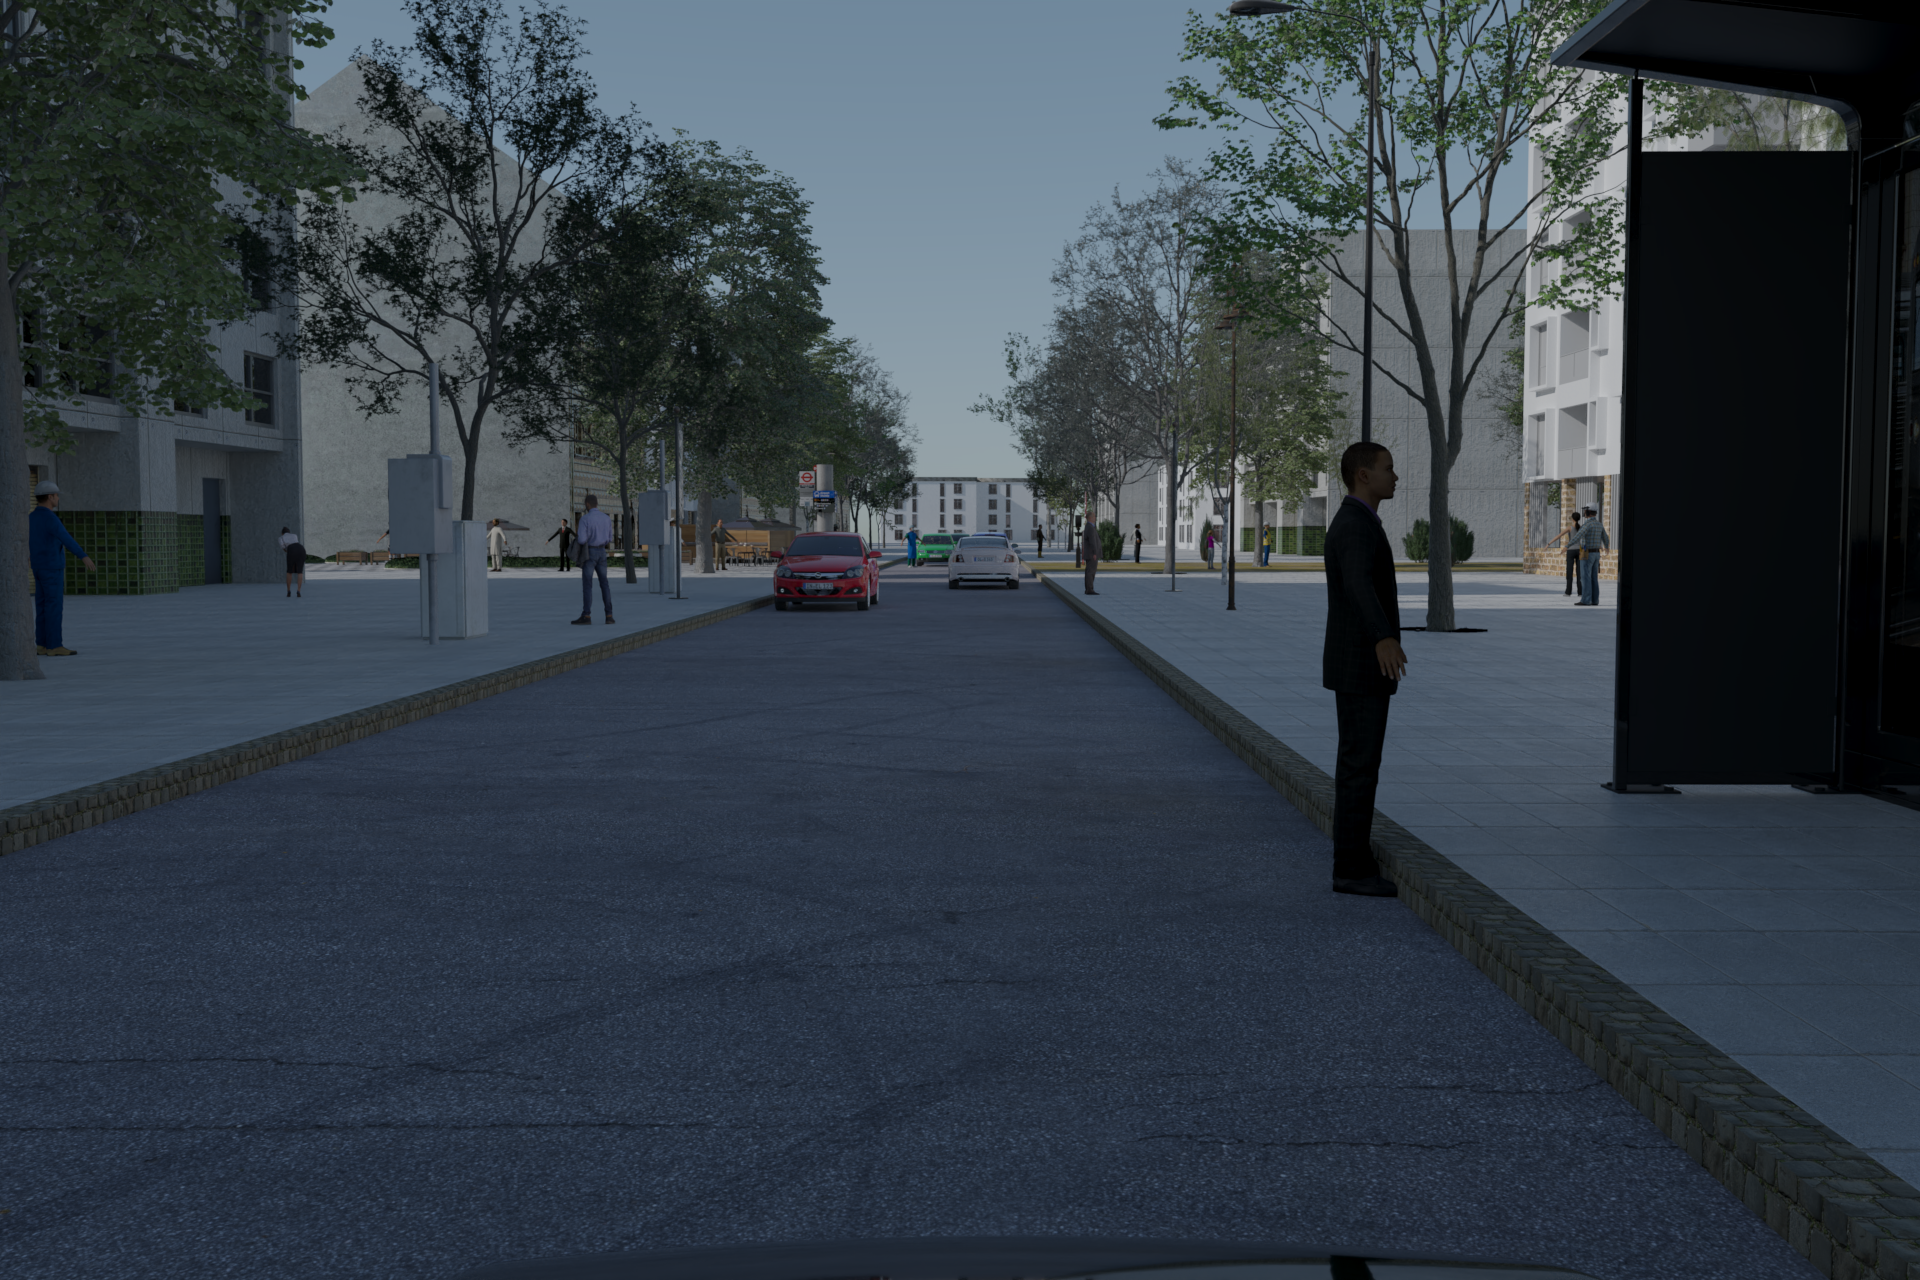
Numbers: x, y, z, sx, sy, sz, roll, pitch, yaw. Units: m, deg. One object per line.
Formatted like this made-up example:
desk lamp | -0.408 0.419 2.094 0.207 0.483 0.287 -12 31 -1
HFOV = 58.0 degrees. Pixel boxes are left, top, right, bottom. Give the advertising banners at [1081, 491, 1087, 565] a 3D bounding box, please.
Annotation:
advertising banners | 5.088 -4.590 71.232 0.090 3.025 2.074 0 4 -1

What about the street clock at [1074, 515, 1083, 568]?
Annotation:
street clock | 4.465 -3.717 65.335 0.358 2.002 0.471 0 4 0

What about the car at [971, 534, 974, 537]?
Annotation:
car | 1.397 -6.667 120.802 2.131 1.459 4.920 0 4 1

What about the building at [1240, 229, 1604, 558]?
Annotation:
building | 28.507 -14.848 109.223 16.747 18.905 31.486 0 4 1

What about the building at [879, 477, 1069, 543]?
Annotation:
building | 2.072 -18.956 254.540 28.070 9.664 9.099 0 4 -4

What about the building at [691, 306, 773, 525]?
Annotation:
building | -25.437 -18.799 138.291 19.493 23.208 18.063 0 4 1

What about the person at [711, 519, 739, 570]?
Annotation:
person | -8.470 -3.366 61.311 1.348 1.796 0.705 -2 4 -32

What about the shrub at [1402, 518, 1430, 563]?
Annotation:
shrub | 20.610 -4.486 77.396 1.661 2.075 1.752 0 3 0

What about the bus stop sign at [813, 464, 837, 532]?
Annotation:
bus stop sign | -5.121 -4.695 65.777 0.837 3.901 0.837 0 4 2

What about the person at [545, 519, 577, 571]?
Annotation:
person | -13.571 -3.254 59.388 1.347 1.806 0.705 1 4 15

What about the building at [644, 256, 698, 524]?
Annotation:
building | -24.261 -15.788 114.550 16.016 20.090 11.380 0 4 1

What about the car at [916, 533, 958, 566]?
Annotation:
car | -1.036 -4.237 78.066 1.959 1.807 4.718 0 4 1

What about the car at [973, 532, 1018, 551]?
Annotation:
car | 1.021 -3.028 59.092 1.945 1.707 3.694 0 4 1

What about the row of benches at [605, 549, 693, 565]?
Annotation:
row of benches | -13.112 -3.423 71.436 4.104 0.672 1.422 0 4 -2

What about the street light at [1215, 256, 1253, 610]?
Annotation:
street light | 4.586 -3.443 29.088 0.468 5.910 1.993 0 4 1

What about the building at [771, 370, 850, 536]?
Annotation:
building | -22.004 -21.909 189.138 19.493 23.208 18.063 0 4 1

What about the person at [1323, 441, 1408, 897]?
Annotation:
person | 1.652 0.104 6.989 0.704 1.802 1.346 1 4 12

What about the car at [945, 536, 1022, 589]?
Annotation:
car | 0.624 -2.083 46.427 2.083 1.381 4.827 0 4 0

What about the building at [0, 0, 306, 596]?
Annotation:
building | -25.486 -9.938 28.944 16.747 18.905 31.486 0 3 0

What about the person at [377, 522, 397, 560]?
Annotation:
person | -22.963 -3.906 70.004 0.704 1.843 1.345 2 4 33

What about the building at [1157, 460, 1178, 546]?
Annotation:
building | 27.297 -14.977 187.013 9.099 9.664 28.070 0 4 0

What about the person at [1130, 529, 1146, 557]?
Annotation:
person | 9.765 -5.457 95.409 0.705 1.806 1.347 -2 4 -32

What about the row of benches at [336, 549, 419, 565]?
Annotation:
row of benches | -23.701 -3.442 71.731 4.104 0.672 1.422 0 4 5

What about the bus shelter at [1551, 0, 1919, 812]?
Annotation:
bus shelter | 3.713 -0.870 5.508 1.731 3.624 6.357 0 4 1

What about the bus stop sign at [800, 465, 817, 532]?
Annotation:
bus stop sign | -5.785 -4.800 67.181 0.855 3.939 0.416 0 4 1

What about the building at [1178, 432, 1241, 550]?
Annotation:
building | 23.636 -12.178 141.255 9.099 9.664 28.070 0 4 1

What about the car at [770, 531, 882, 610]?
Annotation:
car | -2.569 -1.517 33.838 2.155 1.783 4.494 0 4 1

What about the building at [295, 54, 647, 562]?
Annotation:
building | -27.166 -15.781 88.944 19.493 23.208 18.063 0 4 1

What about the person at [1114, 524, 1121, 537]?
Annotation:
person | 8.004 -5.097 89.198 0.705 1.847 1.347 -2 4 -27

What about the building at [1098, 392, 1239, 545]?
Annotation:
building | 27.039 -21.740 221.910 16.747 18.905 31.486 0 4 1

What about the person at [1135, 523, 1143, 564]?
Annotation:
person | 7.805 -4.186 75.162 0.721 1.740 1.216 1 4 14

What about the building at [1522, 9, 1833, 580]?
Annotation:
building | 23.183 -12.064 53.671 16.016 20.090 11.380 0 4 1

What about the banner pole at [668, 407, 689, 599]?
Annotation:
banner pole | -5.560 -2.712 34.365 0.401 3.779 0.863 0 4 2

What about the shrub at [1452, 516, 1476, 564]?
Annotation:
shrub | 21.133 -4.268 73.816 1.661 2.075 1.752 0 3 0

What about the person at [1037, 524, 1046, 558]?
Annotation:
person | 4.351 -5.331 93.294 0.704 1.812 1.346 1 4 21

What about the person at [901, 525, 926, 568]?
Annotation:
person | -2.045 -4.013 74.198 1.347 1.817 0.704 -3 5 -40

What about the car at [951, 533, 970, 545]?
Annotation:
car | -0.101 -5.255 94.720 1.959 1.807 4.718 0 4 1

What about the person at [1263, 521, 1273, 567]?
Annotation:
person | 11.952 -3.701 66.978 0.721 1.772 1.216 1 4 20

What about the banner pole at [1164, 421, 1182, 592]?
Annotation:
banner pole | 4.761 -2.954 38.314 0.401 3.779 0.863 0 4 1

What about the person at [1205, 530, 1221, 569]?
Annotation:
person | 9.228 -3.304 63.280 0.599 1.433 0.991 -2 4 -27

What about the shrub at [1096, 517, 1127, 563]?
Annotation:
shrub | 6.626 -4.490 77.834 1.690 2.028 1.600 0 3 0

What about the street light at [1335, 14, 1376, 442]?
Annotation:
street light | 4.120 -2.608 15.175 1.470 5.913 1.316 0 4 1
